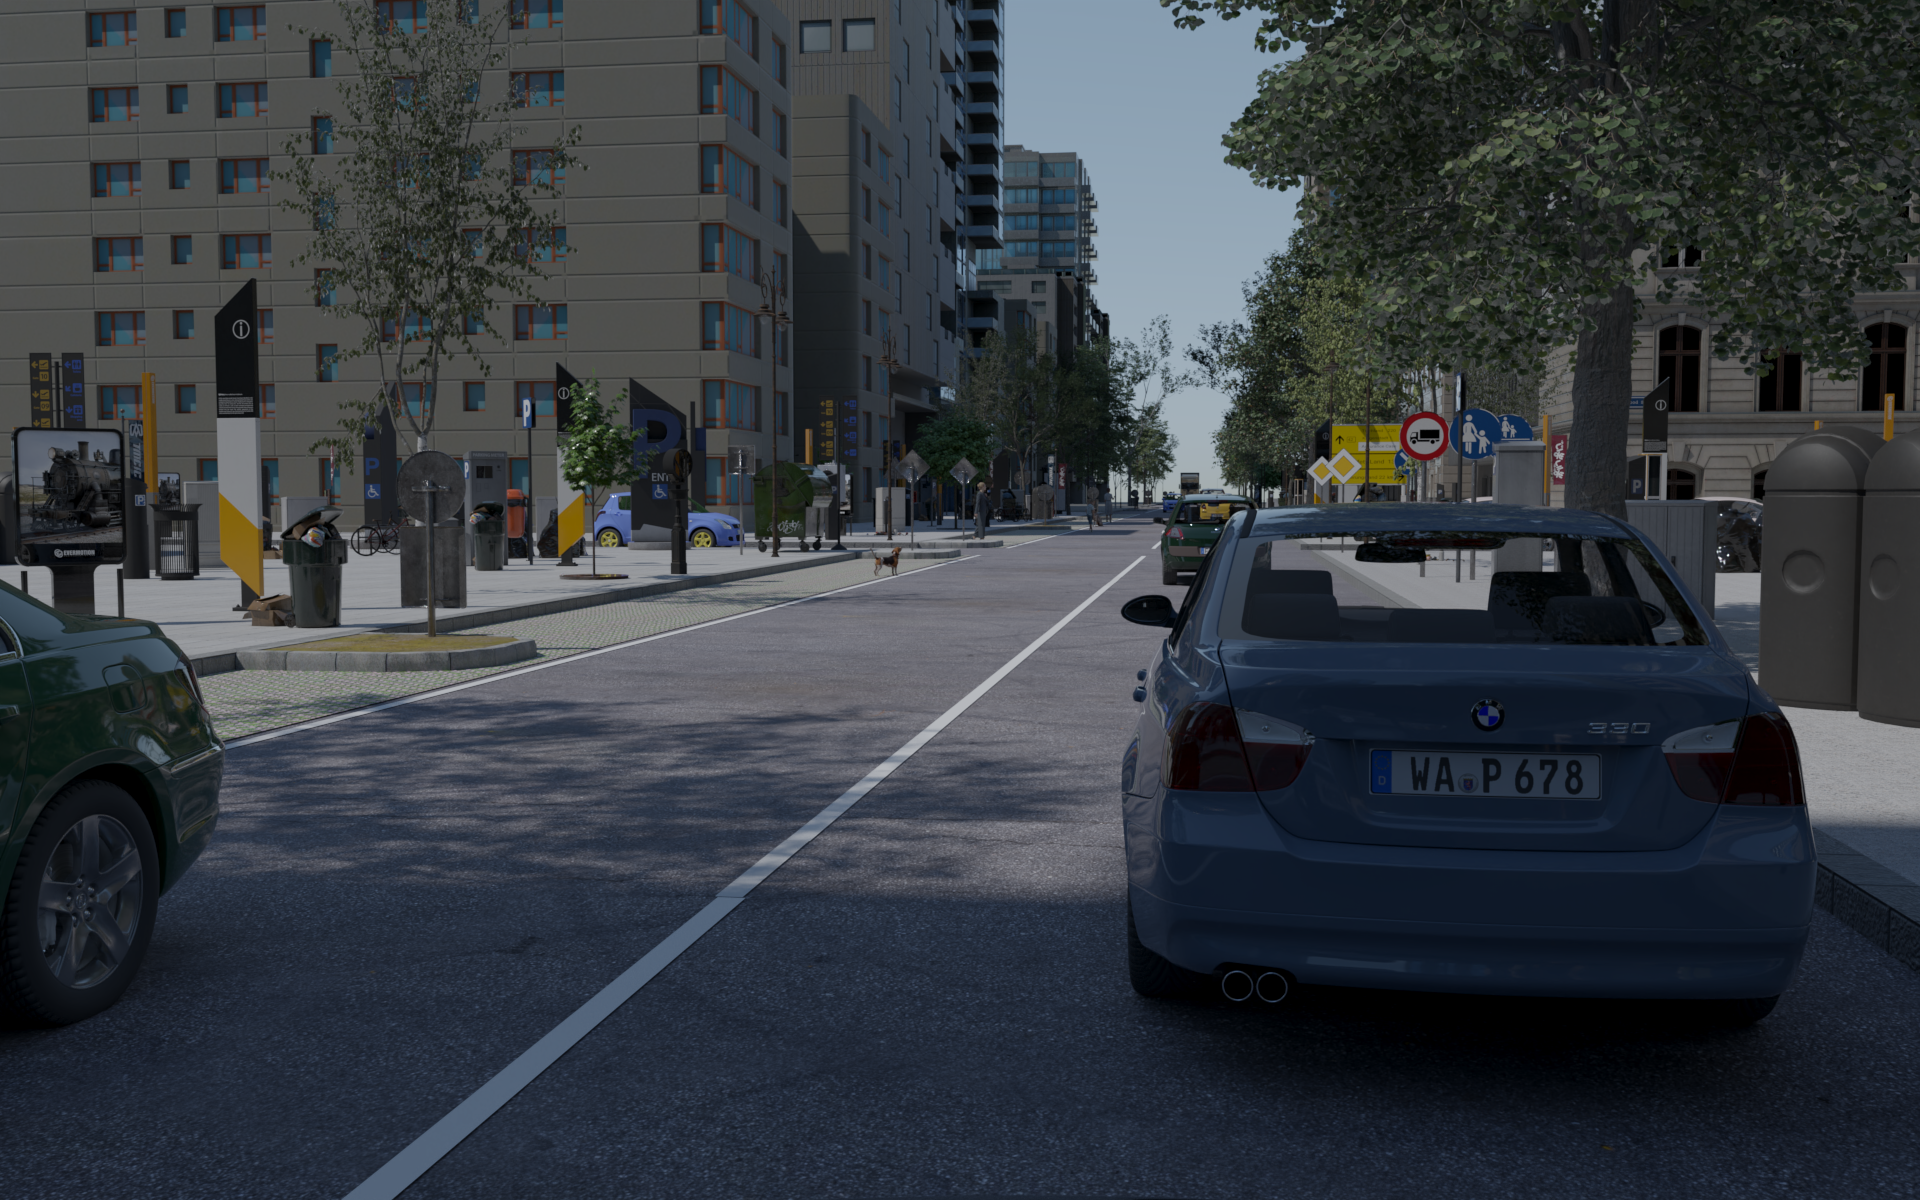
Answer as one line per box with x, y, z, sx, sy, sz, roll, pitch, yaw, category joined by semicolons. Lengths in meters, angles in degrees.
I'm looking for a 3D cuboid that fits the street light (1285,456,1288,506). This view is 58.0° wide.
15.817;-6.790;83.803;0.468;5.910;1.993;1;4;8;street light

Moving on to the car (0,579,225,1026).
-3.414;0.509;3.480;2.131;1.459;4.920;0;4;6;car

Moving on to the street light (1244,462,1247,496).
32.335;-13.609;195.287;0.468;5.910;1.993;1;4;8;street light

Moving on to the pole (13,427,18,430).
-28.684;-3.601;52.720;0.158;3.312;0.155;0;3;0;pole

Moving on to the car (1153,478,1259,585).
4.193;-1.150;28.590;2.009;1.686;4.222;0;4;7;car

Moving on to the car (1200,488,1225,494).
16.623;-6.446;114.062;2.281;1.827;5.304;0;4;8;car

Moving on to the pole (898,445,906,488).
-2.344;-4.745;71.419;0.158;3.312;0.155;0;3;0;pole

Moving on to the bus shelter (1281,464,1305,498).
21.521;-7.435;112.840;1.731;3.624;6.357;1;4;8;bus shelter

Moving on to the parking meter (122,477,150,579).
-12.466;-1.086;26.171;0.372;1.533;0.369;0;3;0;parking meter

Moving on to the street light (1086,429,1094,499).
9.458;-9.206;123.307;0.468;5.910;1.993;1;4;8;street light

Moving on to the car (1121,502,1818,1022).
1.541;0.361;6.094;2.014;1.417;4.499;1;4;9;car

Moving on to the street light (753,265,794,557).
-3.760;-3.810;35.079;0.468;5.910;1.993;1;4;8;street light

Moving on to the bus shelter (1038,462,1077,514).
6.362;-7.270;112.787;2.014;3.302;5.546;1;4;9;bus shelter

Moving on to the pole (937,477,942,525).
-0.849;-4.725;71.091;0.158;3.312;0.155;0;3;0;pole

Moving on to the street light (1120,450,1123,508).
14.742;-11.369;158.668;0.468;5.910;1.993;1;4;8;street light

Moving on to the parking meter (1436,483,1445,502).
25.685;-5.313;92.571;0.399;1.863;0.255;2;4;23;parking meter

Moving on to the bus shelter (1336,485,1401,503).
12.592;-3.646;53.531;2.014;3.302;5.546;1;4;8;bus shelter

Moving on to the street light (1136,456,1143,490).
19.808;-13.485;193.261;0.468;5.910;1.993;1;4;8;street light

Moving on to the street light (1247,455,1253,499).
27.078;-11.473;160.373;0.468;5.910;1.993;1;4;8;street light

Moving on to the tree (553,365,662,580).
-5.557;-1.924;26.065;1.663;3.219;1.824;0;3;0;tree

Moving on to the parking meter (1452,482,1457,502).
24.774;-4.941;86.488;0.399;1.863;0.255;-2;4;-33;parking meter

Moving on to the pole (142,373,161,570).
-13.630;-2.162;29.189;0.158;3.312;0.155;0;3;0;pole

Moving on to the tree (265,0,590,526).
-6.874;-4.388;22.105;4.360;8.622;3.978;0;3;0;tree

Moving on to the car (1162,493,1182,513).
16.654;-7.648;134.635;1.945;1.707;3.694;1;4;8;car

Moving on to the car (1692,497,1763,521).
17.900;-1.683;39.874;4.827;1.381;2.083;1;4;10;car

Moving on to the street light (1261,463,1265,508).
21.918;-9.358;125.794;0.468;5.910;1.993;1;4;8;street light

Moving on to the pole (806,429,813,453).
-4.743;-3.712;54.533;0.158;3.312;0.155;0;3;0;pole

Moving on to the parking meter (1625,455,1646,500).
10.045;-1.241;26.007;0.399;1.863;0.255;-2;4;-24;parking meter

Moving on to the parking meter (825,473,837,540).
-3.577;-2.602;48.253;0.399;1.863;0.255;-2;4;-27;parking meter

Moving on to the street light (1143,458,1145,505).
21.847;-14.257;205.890;0.468;5.910;1.993;1;4;8;street light

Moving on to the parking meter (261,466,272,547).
-14.387;-1.838;35.768;0.255;1.863;0.399;-1;4;-15;parking meter

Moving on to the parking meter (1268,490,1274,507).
18.145;-5.664;101.011;0.372;1.533;0.369;0;3;0;parking meter

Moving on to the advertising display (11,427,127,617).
-8.649;-0.712;16.850;0.974;1.923;0.123;-3;4;-39;advertising display

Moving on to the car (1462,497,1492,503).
12.334;-1.773;41.350;4.827;1.381;2.083;0;4;8;car

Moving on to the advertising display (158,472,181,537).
-23.584;-2.822;51.361;0.123;1.923;0.974;2;4;33;advertising display

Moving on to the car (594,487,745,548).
-7.182;-2.039;42.921;3.694;1.707;1.945;1;4;9;car

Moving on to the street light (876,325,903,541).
-1.936;-4.580;47.669;0.468;5.910;1.993;1;4;8;street light

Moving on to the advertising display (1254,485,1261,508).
20.421;-6.955;118.927;0.123;1.923;0.974;-1;4;-10;advertising display

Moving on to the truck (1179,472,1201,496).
30.106;-14.549;226.787;2.839;4.237;11.283;0;4;8;truck

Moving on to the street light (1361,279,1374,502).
8.795;-3.947;37.328;0.468;5.910;1.993;1;4;8;street light

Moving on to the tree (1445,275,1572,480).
17.197;-6.393;54.881;4.360;8.622;3.978;0;3;0;tree

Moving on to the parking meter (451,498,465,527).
-11.821;-1.986;40.878;0.372;1.533;0.369;0;3;0;parking meter

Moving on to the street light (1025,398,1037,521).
3.427;-6.761;83.333;0.468;5.910;1.993;1;4;8;street light

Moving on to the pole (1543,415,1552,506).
15.156;-3.115;44.767;0.158;3.312;0.155;0;3;0;pole

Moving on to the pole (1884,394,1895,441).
18.947;-2.541;35.394;0.158;3.312;0.155;0;3;0;pole

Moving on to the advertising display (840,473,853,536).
-3.658;-2.937;53.241;0.974;1.923;0.123;3;5;41;advertising display

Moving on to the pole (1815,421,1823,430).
23.870;-3.326;48.226;0.158;3.312;0.155;0;3;0;pole

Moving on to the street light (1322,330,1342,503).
10.489;-4.659;48.968;0.468;5.910;1.993;1;4;8;street light
